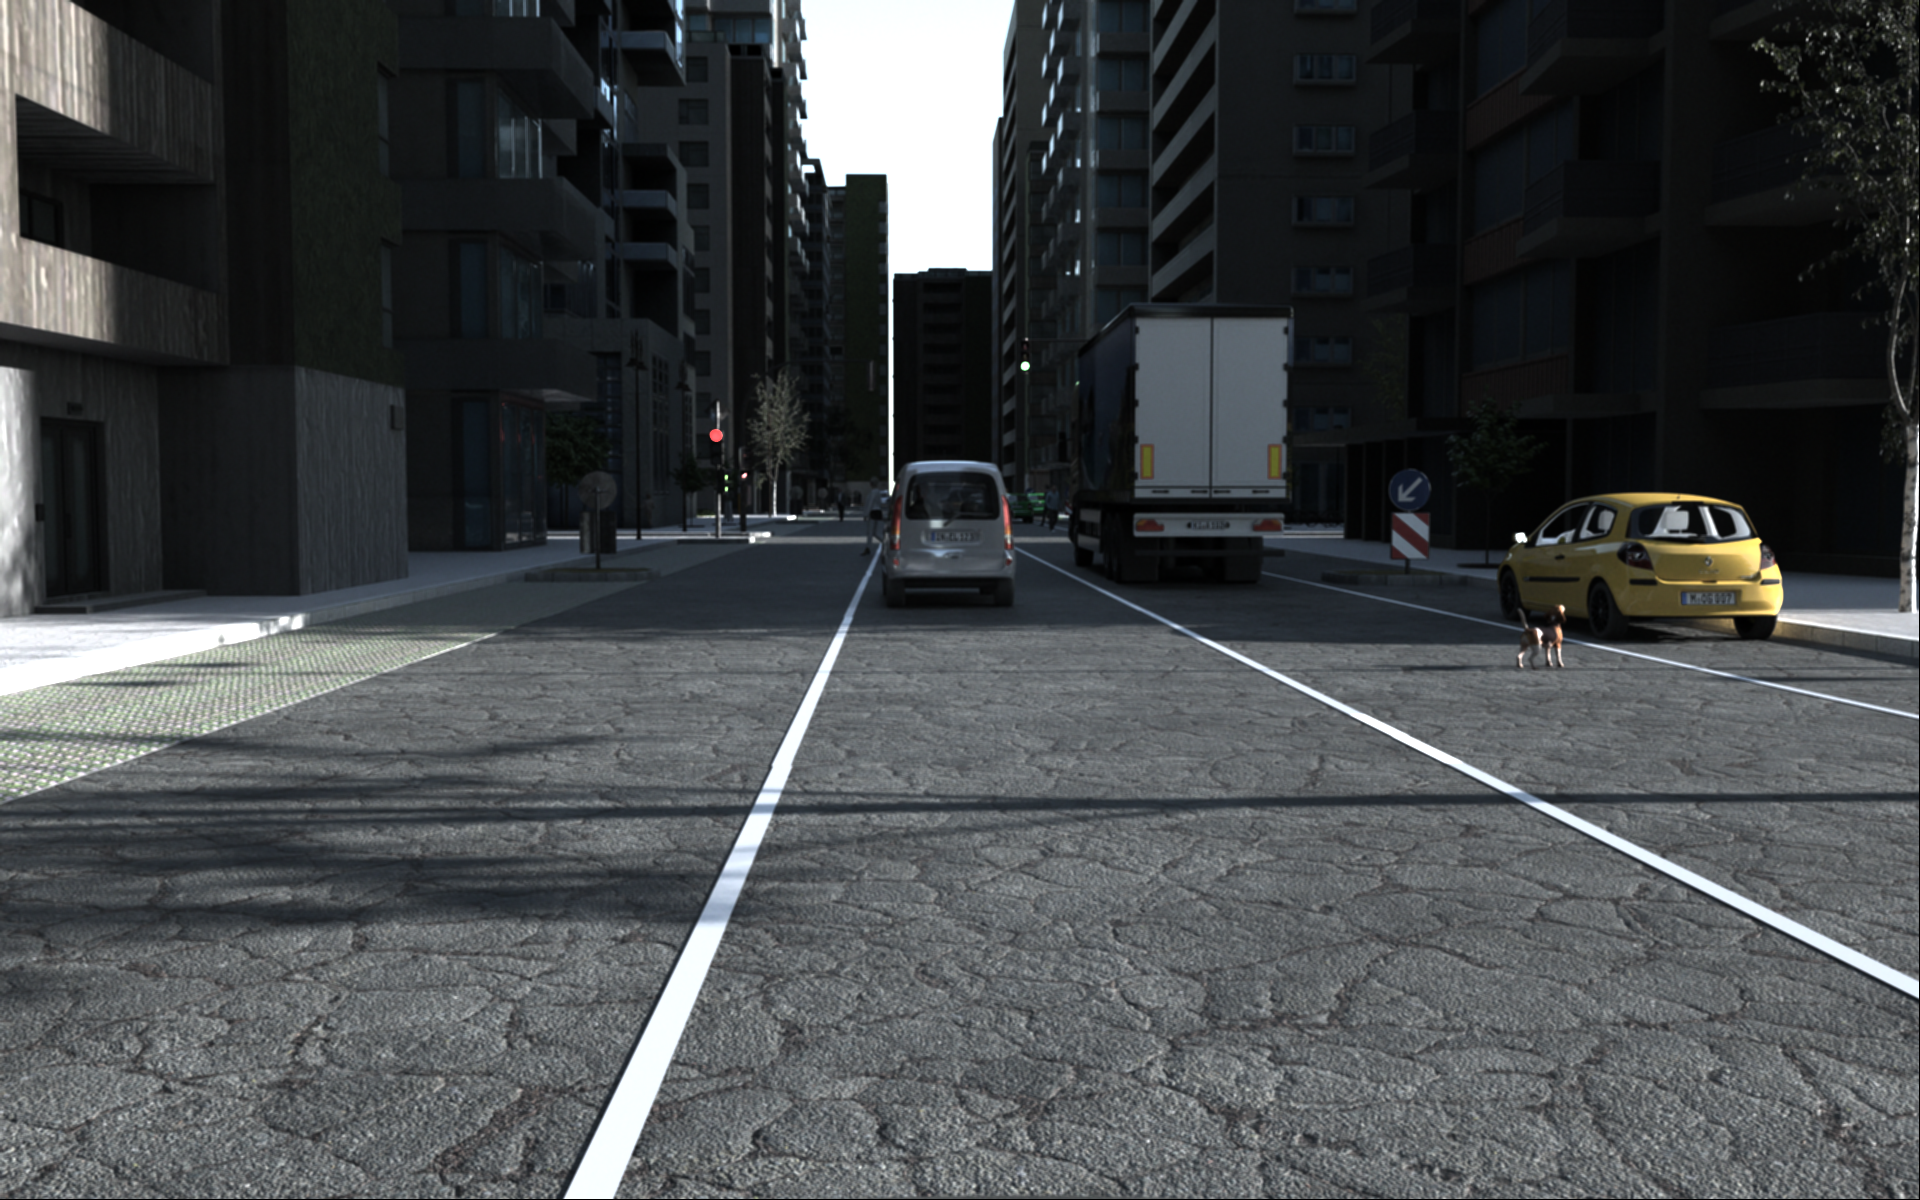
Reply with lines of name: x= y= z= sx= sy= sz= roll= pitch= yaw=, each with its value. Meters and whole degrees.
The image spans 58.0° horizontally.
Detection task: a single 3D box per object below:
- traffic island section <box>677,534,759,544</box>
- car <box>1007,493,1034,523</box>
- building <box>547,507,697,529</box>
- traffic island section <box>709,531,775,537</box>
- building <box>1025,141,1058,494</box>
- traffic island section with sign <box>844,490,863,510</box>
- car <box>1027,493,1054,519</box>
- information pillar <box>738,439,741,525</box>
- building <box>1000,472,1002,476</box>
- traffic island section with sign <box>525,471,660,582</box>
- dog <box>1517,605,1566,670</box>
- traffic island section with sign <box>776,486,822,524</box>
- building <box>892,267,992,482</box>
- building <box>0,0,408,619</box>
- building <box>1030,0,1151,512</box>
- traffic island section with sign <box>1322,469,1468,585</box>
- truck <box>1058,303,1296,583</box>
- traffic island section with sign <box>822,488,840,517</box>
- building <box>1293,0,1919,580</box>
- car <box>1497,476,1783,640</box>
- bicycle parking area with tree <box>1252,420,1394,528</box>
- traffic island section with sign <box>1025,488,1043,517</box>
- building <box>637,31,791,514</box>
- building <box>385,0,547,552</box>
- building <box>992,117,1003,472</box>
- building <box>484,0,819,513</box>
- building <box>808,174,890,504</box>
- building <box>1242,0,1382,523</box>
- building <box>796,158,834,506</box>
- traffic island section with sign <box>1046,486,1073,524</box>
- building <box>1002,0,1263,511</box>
traffic island section: x=-7.103 y=-1.739 z=50.714 sx=2.009 sy=0.180 sz=2.903 roll=0 pitch=4 yaw=-2
car: x=2.643 y=-4.761 z=86.641 sx=1.959 sy=1.807 sz=4.718 roll=0 pitch=4 yaw=-3
building: x=-23.073 y=-46.710 z=76.376 sx=22.319 sy=86.520 sz=31.000 roll=0 pitch=4 yaw=-2
traffic island section: x=-7.357 y=-2.227 z=58.695 sx=2.009 sy=0.180 sz=2.903 roll=0 pitch=4 yaw=-2
building: x=12.310 y=-22.826 z=144.903 sx=14.160 sy=30.474 sz=14.107 roll=0 pitch=4 yaw=-2
traffic island section with sign: x=-10.270 y=-9.284 z=160.414 sx=1.989 sy=1.847 sz=2.006 roll=0 pitch=4 yaw=-2
car: x=4.446 y=-5.528 z=99.175 sx=1.959 sy=1.807 sz=4.718 roll=0 pitch=4 yaw=-1
information pillar: x=-9.241 y=-4.989 z=72.923 sx=0.183 sy=3.616 sz=0.504 roll=1 pitch=4 yaw=8
building: x=14.792 y=-45.552 z=183.021 sx=20.563 sy=71.187 sz=20.611 roll=0 pitch=4 yaw=-2
traffic island section with sign: x=-6.080 y=-1.243 z=28.958 sx=1.989 sy=1.847 sz=2.006 roll=0 pitch=4 yaw=-2
dog: x=4.797 y=0.305 z=14.308 sx=0.406 sy=0.507 sz=0.540 roll=1 pitch=4 yaw=14
traffic island section with sign: x=-7.815 y=-4.567 z=83.297 sx=1.989 sy=1.847 sz=2.006 roll=0 pitch=4 yaw=-2
building: x=-1.785 y=-27.659 z=223.927 sx=14.107 sy=30.474 sz=14.160 roll=0 pitch=4 yaw=-2
building: x=-15.251 y=-15.098 z=18.546 sx=14.160 sy=30.474 sz=14.107 roll=0 pitch=4 yaw=-2
building: x=17.349 y=-30.523 z=118.665 sx=23.786 sy=49.044 sz=30.456 roll=0 pitch=4 yaw=-2
traffic island section with sign: x=6.974 y=-1.193 z=28.138 sx=1.989 sy=1.847 sz=2.006 roll=0 pitch=4 yaw=-2
truck: x=3.549 y=-2.578 z=31.070 sx=2.839 sy=4.237 sz=11.283 roll=0 pitch=4 yaw=-1
traffic island section with sign: x=-8.673 y=-6.215 z=110.238 sx=1.989 sy=1.847 sz=2.006 roll=0 pitch=4 yaw=-2
building: x=21.026 y=-23.333 z=36.120 sx=22.147 sy=44.769 sz=28.867 roll=0 pitch=4 yaw=-2
car: x=7.083 y=-0.504 z=18.458 sx=2.015 sy=1.641 sz=3.980 roll=0 pitch=4 yaw=-2
bicycle parking area with tree: x=16.446 y=-5.070 z=69.895 sx=9.016 sy=4.147 sz=8.231 roll=0 pitch=4 yaw=3
traffic island section with sign: x=4.337 y=-6.239 z=110.642 sx=1.989 sy=1.847 sz=2.006 roll=0 pitch=4 yaw=-2
building: x=-18.506 y=-20.811 z=111.958 sx=14.160 sy=30.474 sz=14.107 roll=0 pitch=4 yaw=-2
building: x=-24.122 y=-25.514 z=36.758 sx=30.456 sy=49.044 sz=23.786 roll=0 pitch=4 yaw=-2
building: x=10.969 y=-33.739 z=201.751 sx=14.600 sy=45.320 sz=14.200 roll=0 pitch=4 yaw=-2
building: x=-24.476 y=-32.302 z=147.753 sx=23.786 sy=49.044 sz=30.456 roll=0 pitch=4 yaw=-2
building: x=-16.144 y=-33.017 z=223.428 sx=14.086 sy=41.232 sz=14.154 roll=0 pitch=4 yaw=-2
building: x=21.405 y=-28.203 z=84.828 sx=21.300 sy=48.544 sz=21.600 roll=0 pitch=4 yaw=-2
building: x=-26.398 y=-30.699 z=193.807 sx=23.993 sy=40.220 sz=32.217 roll=0 pitch=4 yaw=-2
traffic island section with sign: x=5.205 y=-4.592 z=83.700 sx=1.989 sy=1.847 sz=2.006 roll=0 pitch=4 yaw=-2
building: x=15.229 y=-32.961 z=162.617 sx=21.300 sy=48.544 sz=21.600 roll=0 pitch=4 yaw=-2
